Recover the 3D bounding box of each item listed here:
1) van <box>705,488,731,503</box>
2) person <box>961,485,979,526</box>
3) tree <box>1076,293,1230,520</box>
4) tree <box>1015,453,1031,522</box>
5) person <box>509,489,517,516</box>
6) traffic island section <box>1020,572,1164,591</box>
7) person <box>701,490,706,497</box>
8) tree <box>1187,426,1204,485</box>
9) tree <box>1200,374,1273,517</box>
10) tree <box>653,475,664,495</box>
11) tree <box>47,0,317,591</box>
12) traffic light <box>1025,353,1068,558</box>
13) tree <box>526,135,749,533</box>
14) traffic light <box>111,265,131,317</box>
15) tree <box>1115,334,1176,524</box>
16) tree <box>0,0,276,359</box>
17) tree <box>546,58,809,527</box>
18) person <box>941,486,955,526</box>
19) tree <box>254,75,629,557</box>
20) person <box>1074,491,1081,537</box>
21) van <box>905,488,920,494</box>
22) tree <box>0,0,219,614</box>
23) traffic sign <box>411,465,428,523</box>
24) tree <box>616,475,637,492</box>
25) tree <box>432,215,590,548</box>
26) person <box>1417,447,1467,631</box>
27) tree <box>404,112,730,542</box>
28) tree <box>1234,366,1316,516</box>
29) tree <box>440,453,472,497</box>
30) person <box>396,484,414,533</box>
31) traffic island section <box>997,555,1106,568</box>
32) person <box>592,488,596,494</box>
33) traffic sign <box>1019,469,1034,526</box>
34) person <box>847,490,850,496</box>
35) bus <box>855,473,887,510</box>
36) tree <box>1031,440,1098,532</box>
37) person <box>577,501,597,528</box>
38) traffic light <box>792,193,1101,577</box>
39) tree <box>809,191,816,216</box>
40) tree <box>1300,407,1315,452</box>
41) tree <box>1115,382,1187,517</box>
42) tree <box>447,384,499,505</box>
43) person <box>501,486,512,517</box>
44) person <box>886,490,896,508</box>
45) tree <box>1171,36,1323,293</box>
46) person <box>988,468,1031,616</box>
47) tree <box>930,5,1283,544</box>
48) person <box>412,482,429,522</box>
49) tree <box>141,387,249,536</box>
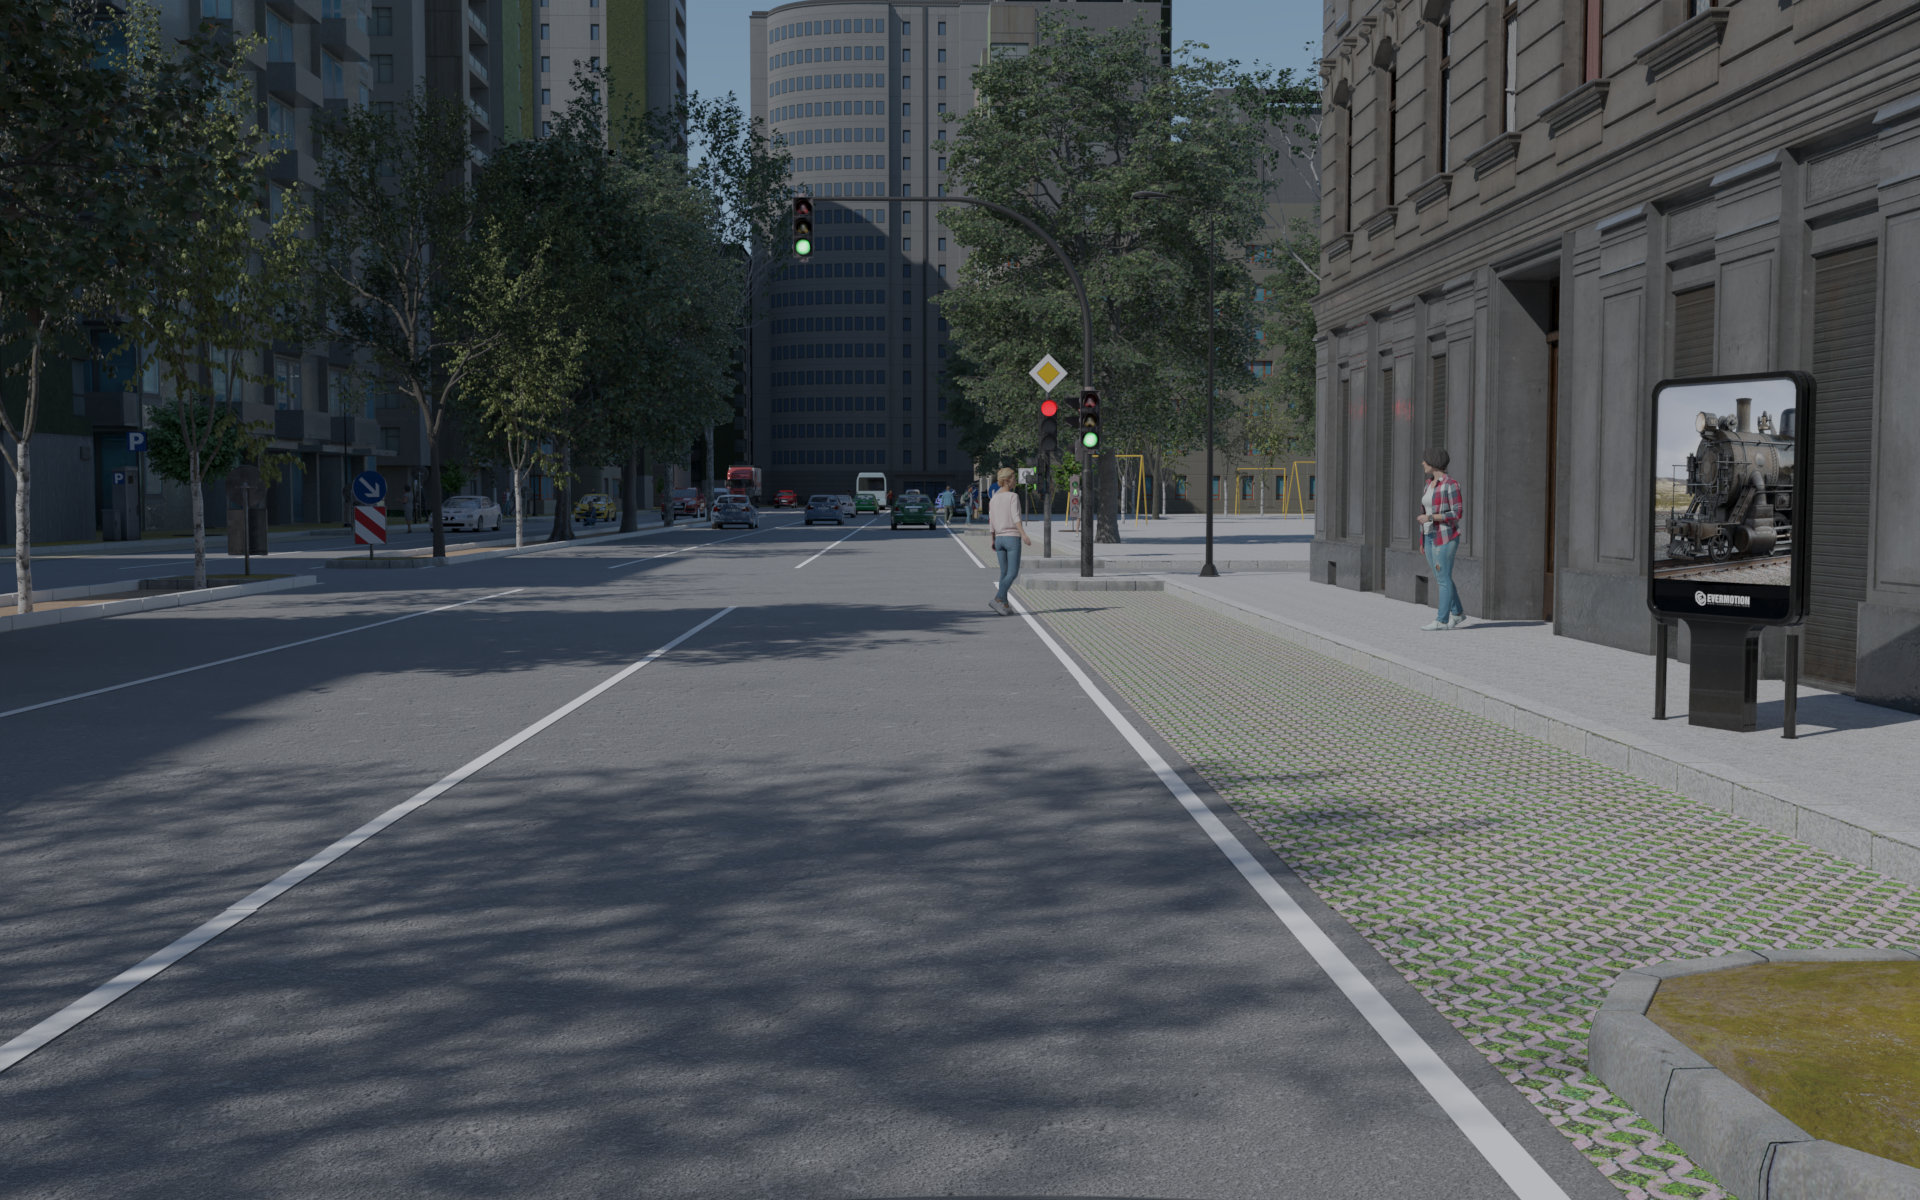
[{"bbox_3d":[-15.712,-6.468,112.762,2.013,2.044,4.112,0,4,-3],"label":"van"},{"bbox_3d":[0.447,-4.157,76.450,0.794,1.824,0.713,-2,4,-34],"label":"person"},{"bbox_3d":[9.621,-9.801,85.994,9.928,11.665,9.643,0,3,0],"label":"tree"},{"bbox_3d":[3.319,-5.284,80.997,1.663,3.219,1.824,0,3,0],"label":"tree"},{"bbox_3d":[-26.320,-5.896,102.547,0.850,1.850,0.679,0,4,7],"label":"person"},{"bbox_3d":[1.980,-0.278,26.832,2.009,0.180,2.903,0,4,-1],"label":"traffic island section"},{"bbox_3d":[-27.016,-10.704,181.762,0.721,1.736,1.217,-3,5,-44],"label":"person"},{"bbox_3d":[12.391,-9.393,103.941,4.737,8.622,4.395,0,3,0],"label":"tree"},{"bbox_3d":[14.868,-8.900,95.881,4.360,8.622,3.978,0,3,0],"label":"tree"},{"bbox_3d":[-27.142,-9.917,156.737,1.663,3.219,1.824,0,3,0],"label":"tree"},{"bbox_3d":[-11.056,-4.404,24.823,4.737,8.622,4.395,0,3,0],"label":"tree"},{"bbox_3d":[1.740,-2.800,34.700,0.839,4.253,0.868,0,4,-1],"label":"traffic light"},{"bbox_3d":[-12.039,-9.384,62.543,9.857,13.997,8.962,0,3,0],"label":"tree"},{"bbox_3d":[-18.825,-3.641,34.205,4.771,5.953,1.251,0,4,-1],"label":"traffic light"},{"bbox_3d":[7.221,-7.609,74.761,4.360,8.622,3.978,0,3,0],"label":"tree"},{"bbox_3d":[-10.822,-5.720,12.988,9.611,12.733,9.660,0,3,0],"label":"tree"},{"bbox_3d":[-13.993,-13.319,76.116,12.611,20.169,13.585,0,3,0],"label":"tree"},{"bbox_3d":[-0.549,-4.232,78.043,0.601,1.785,0.444,1,4,18],"label":"person"},{"bbox_3d":[-11.228,-6.150,37.428,8.767,10.594,7.601,0,4,-1],"label":"tree"},{"bbox_3d":[3.703,-2.720,51.525,0.512,1.701,0.522,-1,4,-19],"label":"person"},{"bbox_3d":[-4.573,-9.768,166.725,2.013,2.044,4.112,0,4,-3],"label":"van"},{"bbox_3d":[-10.923,-4.120,20.185,4.360,8.622,3.978,0,3,0],"label":"tree"},{"bbox_3d":[-23.683,-4.636,75.912,0.768,2.556,0.104,0,4,0],"label":"traffic sign"},{"bbox_3d":[-25.805,-8.631,135.725,1.663,3.219,1.824,0,3,0],"label":"tree"},{"bbox_3d":[-11.466,-5.624,44.779,4.737,8.622,4.395,0,3,0],"label":"tree"},{"bbox_3d":[4.566,-0.578,16.337,0.643,1.720,0.563,-1,4,-10],"label":"person"},{"bbox_3d":[-11.965,-8.101,51.921,9.611,12.733,9.660,0,3,0],"label":"tree"},{"bbox_3d":[17.868,-9.207,100.896,4.737,8.622,4.395,0,3,0],"label":"tree"},{"bbox_3d":[-24.299,-5.388,82.692,1.663,3.219,1.824,0,3,0],"label":"tree"},{"bbox_3d":[-20.201,-3.326,63.237,0.532,1.782,0.716,1,4,8],"label":"person"},{"bbox_3d":[1.780,-0.767,34.815,2.009,0.180,2.903,0,4,-1],"label":"traffic island section"},{"bbox_3d":[-25.331,-6.894,119.674,0.530,1.710,0.541,-2,4,-33],"label":"person"},{"bbox_3d":[2.651,-4.104,69.228,0.606,2.300,0.079,0,4,-1],"label":"traffic sign"},{"bbox_3d":[-10.378,-9.294,160.473,0.705,1.823,1.348,0,4,5],"label":"person"},{"bbox_3d":[-8.039,-9.916,156.984,2.948,3.499,13.247,0,4,-3],"label":"bus"},{"bbox_3d":[3.736,-3.934,58.918,1.663,3.219,1.824,0,3,0],"label":"tree"},{"bbox_3d":[-15.738,-3.643,73.565,0.738,1.151,1.012,-2,4,-33],"label":"person"},{"bbox_3d":[-0.149,-3.172,26.524,4.771,5.953,1.251,0,4,-1],"label":"traffic light"},{"bbox_3d":[-14.002,-14.095,88.807,12.611,20.169,13.585,0,3,0],"label":"tree"},{"bbox_3d":[20.818,-8.824,94.631,4.360,8.622,3.978,0,3,0],"label":"tree"},{"bbox_3d":[9.453,-8.877,95.503,4.737,8.622,4.395,0,3,0],"label":"tree"},{"bbox_3d":[-24.945,-8.653,91.846,4.360,8.622,3.978,0,3,0],"label":"tree"},{"bbox_3d":[-25.845,-5.615,98.681,0.643,1.720,0.563,3,5,39],"label":"person"},{"bbox_3d":[-6.904,-10.038,172.582,1.348,1.831,0.705,-3,5,-39],"label":"person"},{"bbox_3d":[13.394,-12.446,59.380,12.611,20.169,13.585,0,3,0],"label":"tree"},{"bbox_3d":[0.546,-0.689,20.433,0.731,1.740,0.598,3,4,37],"label":"person"},{"bbox_3d":[3.746,-8.434,44.554,9.857,13.997,8.962,0,3,0],"label":"tree"},{"bbox_3d":[-24.818,-4.516,79.660,0.755,1.850,0.659,0,4,-5],"label":"person"},{"bbox_3d":[-23.412,-4.238,52.998,4.285,4.588,4.351,0,3,0],"label":"tree"}]
